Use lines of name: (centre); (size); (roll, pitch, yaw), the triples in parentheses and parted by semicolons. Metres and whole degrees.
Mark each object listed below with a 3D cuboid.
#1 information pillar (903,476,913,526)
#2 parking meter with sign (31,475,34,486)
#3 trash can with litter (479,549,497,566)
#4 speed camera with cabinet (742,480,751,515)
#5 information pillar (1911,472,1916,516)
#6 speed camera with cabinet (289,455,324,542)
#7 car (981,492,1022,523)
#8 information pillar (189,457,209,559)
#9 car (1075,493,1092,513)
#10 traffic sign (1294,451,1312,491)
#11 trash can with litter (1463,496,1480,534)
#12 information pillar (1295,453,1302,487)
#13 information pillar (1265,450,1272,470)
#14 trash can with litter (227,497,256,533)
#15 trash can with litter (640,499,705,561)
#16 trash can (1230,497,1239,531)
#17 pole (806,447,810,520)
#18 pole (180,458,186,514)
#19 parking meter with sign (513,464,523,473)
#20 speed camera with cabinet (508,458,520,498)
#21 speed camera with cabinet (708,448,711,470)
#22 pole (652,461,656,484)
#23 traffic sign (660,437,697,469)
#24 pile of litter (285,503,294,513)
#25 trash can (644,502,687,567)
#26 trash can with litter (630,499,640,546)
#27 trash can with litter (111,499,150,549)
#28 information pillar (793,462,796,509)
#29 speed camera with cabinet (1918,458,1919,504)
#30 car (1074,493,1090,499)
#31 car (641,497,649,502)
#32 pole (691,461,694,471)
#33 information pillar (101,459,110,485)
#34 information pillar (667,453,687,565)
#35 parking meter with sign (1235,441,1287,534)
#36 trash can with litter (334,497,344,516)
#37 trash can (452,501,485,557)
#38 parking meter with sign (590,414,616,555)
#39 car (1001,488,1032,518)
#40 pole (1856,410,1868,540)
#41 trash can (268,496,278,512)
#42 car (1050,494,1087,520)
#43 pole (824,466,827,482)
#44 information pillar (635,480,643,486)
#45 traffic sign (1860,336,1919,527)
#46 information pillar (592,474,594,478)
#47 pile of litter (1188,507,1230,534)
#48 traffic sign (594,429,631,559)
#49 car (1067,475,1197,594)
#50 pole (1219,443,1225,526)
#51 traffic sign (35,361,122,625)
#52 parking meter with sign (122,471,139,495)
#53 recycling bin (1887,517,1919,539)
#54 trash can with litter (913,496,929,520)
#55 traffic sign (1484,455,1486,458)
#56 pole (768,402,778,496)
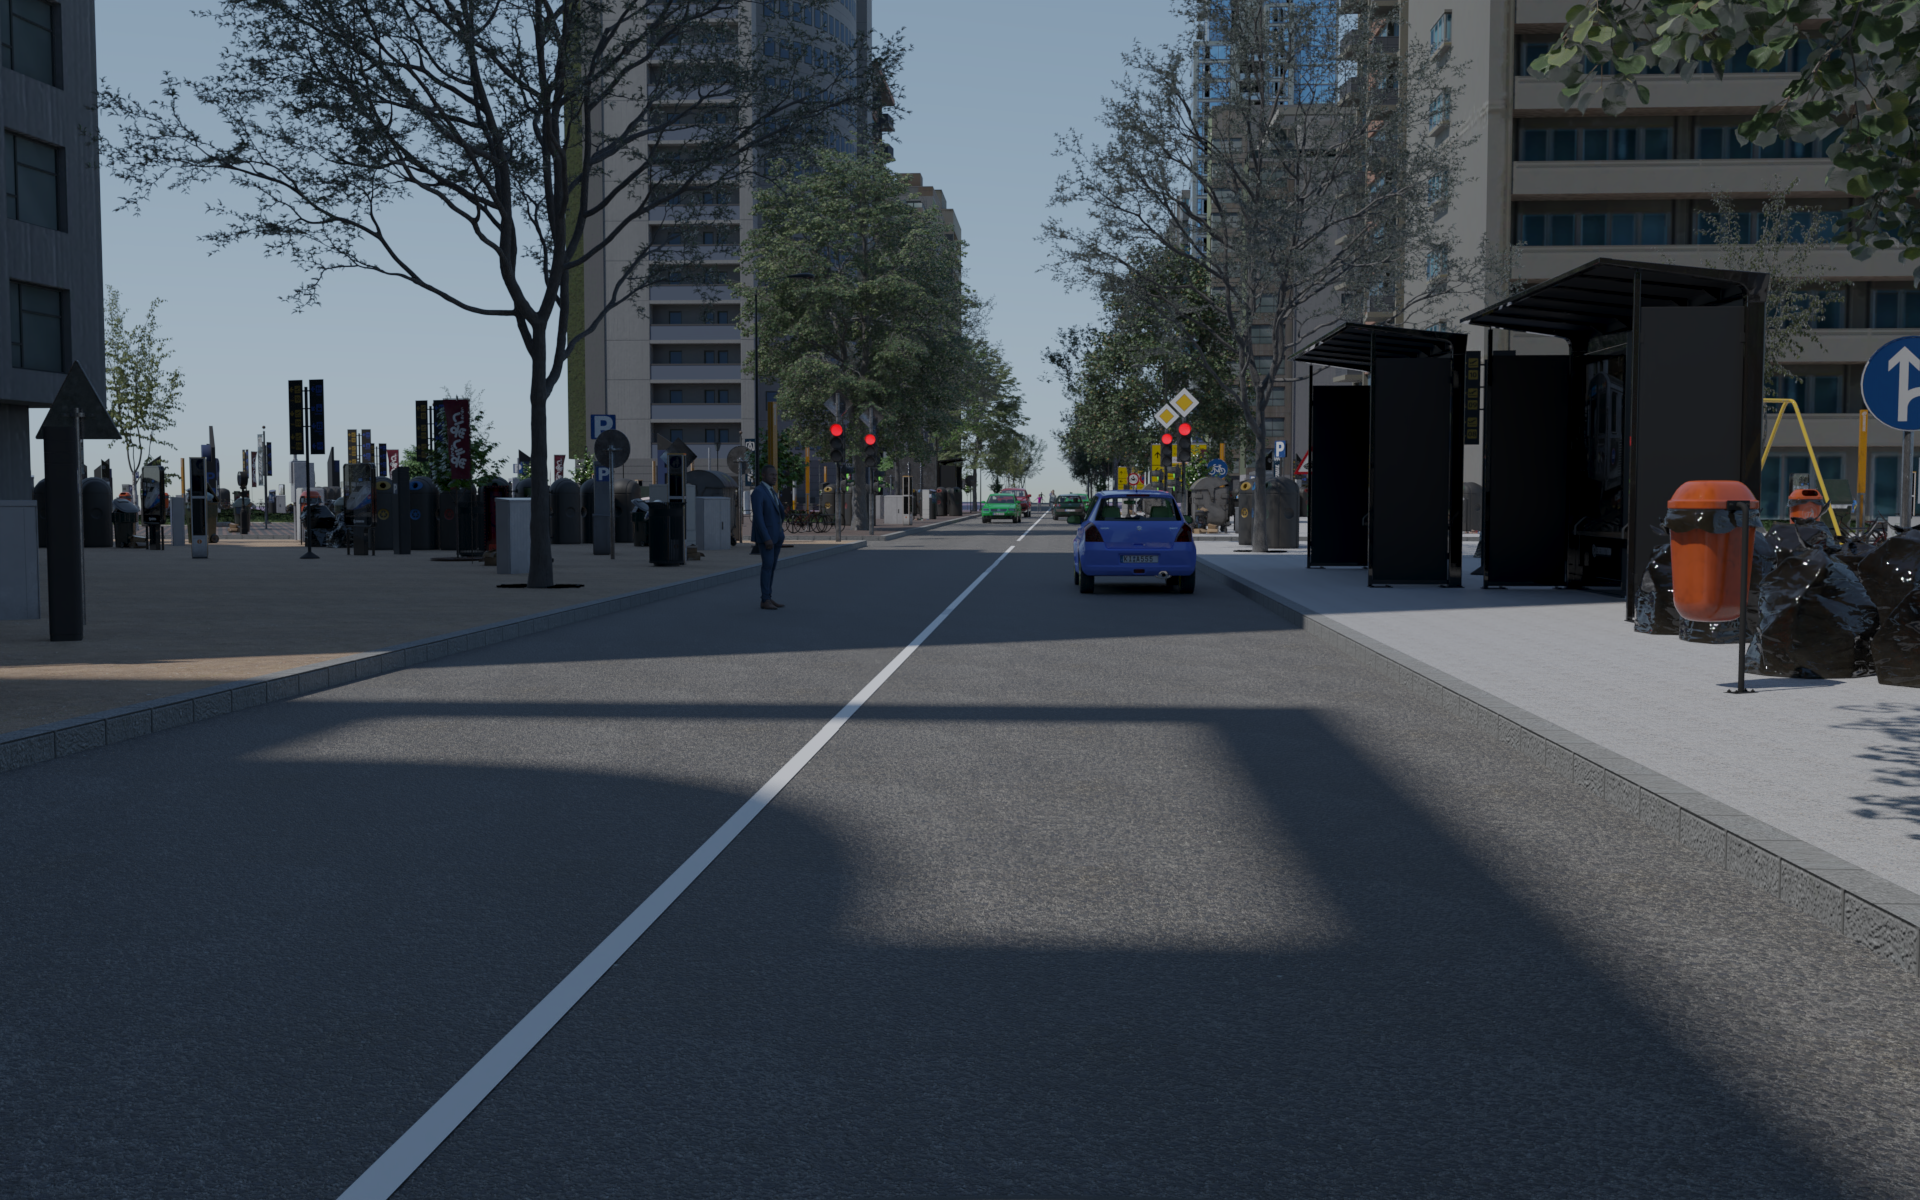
information pillar: (-2.134, -4.048, 70.683); (0.304, 2.012, 0.304); (2, 4, 27)
parking meter with sign: (-37.529, -4.481, 69.522); (1.738, 3.016, 0.543); (-2, 4, -26)
trash can with litter: (-8.079, -1.196, 30.948); (1.055, 1.170, 0.624); (0, 4, 7)
speed camera with cabinet: (-13.413, -6.963, 108.182); (2.038, 3.252, 0.660); (-3, 5, -43)
information pillar: (31.324, -3.220, 57.135); (0.304, 2.012, 0.304); (2, 4, 25)
speed camera with cabinet: (-17.804, -3.234, 47.213); (0.660, 3.252, 2.038); (-2, 4, -29)
car: (2.085, -4.733, 86.188); (1.959, 1.807, 4.718); (0, 4, 5)
information pillar: (-15.155, -1.835, 34.487); (0.304, 2.012, 0.304); (-1, 4, -21)
car: (7.534, -6.269, 111.302); (1.959, 1.807, 4.718); (0, 4, 4)
traffic sign: (9.382, -2.837, 46.382); (0.884, 2.594, 0.081); (0, 4, 5)
trash can with litter: (16.405, -2.746, 55.954); (1.678, 1.210, 2.233); (-2, 4, -30)
information pillar: (19.311, -6.579, 98.919); (0.504, 3.616, 0.183); (-3, 5, -41)
information pillar: (16.402, -6.173, 92.282); (0.504, 3.616, 0.183); (-2, 4, -24)
trash can with litter: (-24.115, -2.855, 58.069); (0.624, 1.170, 1.055); (0, 4, 1)
trash can with litter: (-5.498, -1.347, 33.411); (1.055, 1.170, 0.624); (-3, 5, -41)
trash can: (9.375, -2.798, 57.402); (0.748, 1.137, 0.748); (0, 3, 0)
pole: (-6.160, -4.662, 70.070); (0.158, 3.312, 0.155); (0, 3, 0)
pole: (-43.831, -6.354, 97.729); (0.158, 3.312, 0.155); (0, 3, 0)
parking meter with sign: (-25.369, -6.370, 100.408); (0.543, 3.016, 1.738); (0, 4, 2)
speed camera with cabinet: (-24.641, -6.155, 94.971); (0.660, 3.252, 2.038); (-2, 4, -35)
speed camera with cabinet: (-11.358, -4.874, 74.028); (2.038, 3.252, 0.660); (2, 4, 30)
pole: (-18.864, -6.911, 106.838); (0.158, 3.312, 0.155); (0, 3, 0)
traffic sign: (-5.723, -2.081, 35.216); (0.795, 2.450, 0.064); (1, 4, 9)
pile of litter: (-32.193, -4.197, 82.583); (1.176, 0.858, 1.719); (1, 4, 21)
trash can: (-5.216, -1.167, 30.742); (0.748, 1.137, 0.748); (0, 3, 0)
trash can with litter: (-7.508, -1.882, 42.153); (1.055, 1.170, 0.624); (2, 4, 31)
trash can with litter: (-19.620, -1.817, 41.095); (1.055, 1.170, 0.624); (2, 4, 31)
information pillar: (-9.954, -6.900, 104.172); (0.183, 3.616, 0.504); (1, 4, 10)
speed camera with cabinet: (23.765, -2.911, 41.935); (0.660, 3.252, 2.038); (3, 5, 42)
car: (9.647, -8.144, 142.198); (2.155, 1.783, 4.494); (0, 4, 2)
car: (-8.971, -2.310, 50.123); (4.827, 1.381, 2.083); (0, 4, 4)
pole: (-15.501, -6.520, 100.452); (0.158, 3.312, 0.155); (0, 3, 0)
information pillar: (-56.844, -7.575, 115.202); (0.504, 3.616, 0.183); (-3, 5, -43)
information pillar: (-5.125, -1.644, 31.378); (0.304, 2.012, 0.304); (0, 4, -1)
parking meter with sign: (9.750, -3.667, 56.224); (1.738, 3.016, 0.543); (-2, 4, -28)
trash can with litter: (-23.747, -3.364, 66.393); (0.624, 1.170, 1.055); (0, 4, 6)
trash can: (-9.873, -1.428, 35.007); (0.748, 1.137, 0.748); (0, 3, 0)
parking meter with sign: (-7.658, -2.501, 37.150); (0.543, 3.016, 1.738); (-1, 4, -10)
car: (3.318, -6.024, 107.163); (2.281, 1.827, 5.304); (0, 4, 5)
pole: (21.873, -2.946, 42.009); (0.158, 3.312, 0.155); (0, 3, 0)
trash can: (-42.746, -5.862, 107.491); (0.748, 1.137, 0.748); (0, 3, 0)
car: (5.985, -5.234, 95.355); (2.009, 1.686, 4.222); (0, 4, 2)
pole: (-9.889, -8.177, 127.539); (0.158, 3.312, 0.155); (0, 3, 0)
information pillar: (-16.692, -5.235, 90.092); (0.304, 2.012, 0.304); (-3, 5, -41)
traffic sign: (7.672, -0.852, 14.040); (0.768, 2.556, 0.104); (1, 4, 10)
information pillar: (-13.170, -3.580, 63.020); (0.304, 2.012, 0.304); (1, 4, 21)
pile of litter: (7.879, -2.572, 56.017); (1.719, 0.858, 1.176); (1, 4, 15)
traffic sign: (-6.831, -2.072, 33.987); (0.768, 2.556, 0.104); (1, 4, 13)
car: (2.597, -1.020, 26.270); (1.945, 1.707, 3.694); (0, 4, 2)
pole: (10.578, -4.649, 69.862); (0.158, 3.312, 0.155); (0, 3, 0)
traffic sign: (-8.601, -1.034, 16.904); (0.884, 2.594, 0.081); (0, 4, 5)
parking meter with sign: (-63.997, -8.371, 133.134); (1.738, 3.016, 0.543); (1, 4, 15)
recycling bin: (10.833, -0.408, 19.221); (0.722, 1.027, 0.722); (-1, 4, -16)
trash can with litter: (-2.327, -4.532, 85.153); (1.678, 1.210, 2.233); (-1, 4, -17)
traffic sign: (8.230, -1.573, 25.719); (0.884, 2.594, 0.081); (1, 4, 13)
pole: (-4.142, -2.721, 38.325); (0.158, 3.312, 0.155); (0, 3, 0)
